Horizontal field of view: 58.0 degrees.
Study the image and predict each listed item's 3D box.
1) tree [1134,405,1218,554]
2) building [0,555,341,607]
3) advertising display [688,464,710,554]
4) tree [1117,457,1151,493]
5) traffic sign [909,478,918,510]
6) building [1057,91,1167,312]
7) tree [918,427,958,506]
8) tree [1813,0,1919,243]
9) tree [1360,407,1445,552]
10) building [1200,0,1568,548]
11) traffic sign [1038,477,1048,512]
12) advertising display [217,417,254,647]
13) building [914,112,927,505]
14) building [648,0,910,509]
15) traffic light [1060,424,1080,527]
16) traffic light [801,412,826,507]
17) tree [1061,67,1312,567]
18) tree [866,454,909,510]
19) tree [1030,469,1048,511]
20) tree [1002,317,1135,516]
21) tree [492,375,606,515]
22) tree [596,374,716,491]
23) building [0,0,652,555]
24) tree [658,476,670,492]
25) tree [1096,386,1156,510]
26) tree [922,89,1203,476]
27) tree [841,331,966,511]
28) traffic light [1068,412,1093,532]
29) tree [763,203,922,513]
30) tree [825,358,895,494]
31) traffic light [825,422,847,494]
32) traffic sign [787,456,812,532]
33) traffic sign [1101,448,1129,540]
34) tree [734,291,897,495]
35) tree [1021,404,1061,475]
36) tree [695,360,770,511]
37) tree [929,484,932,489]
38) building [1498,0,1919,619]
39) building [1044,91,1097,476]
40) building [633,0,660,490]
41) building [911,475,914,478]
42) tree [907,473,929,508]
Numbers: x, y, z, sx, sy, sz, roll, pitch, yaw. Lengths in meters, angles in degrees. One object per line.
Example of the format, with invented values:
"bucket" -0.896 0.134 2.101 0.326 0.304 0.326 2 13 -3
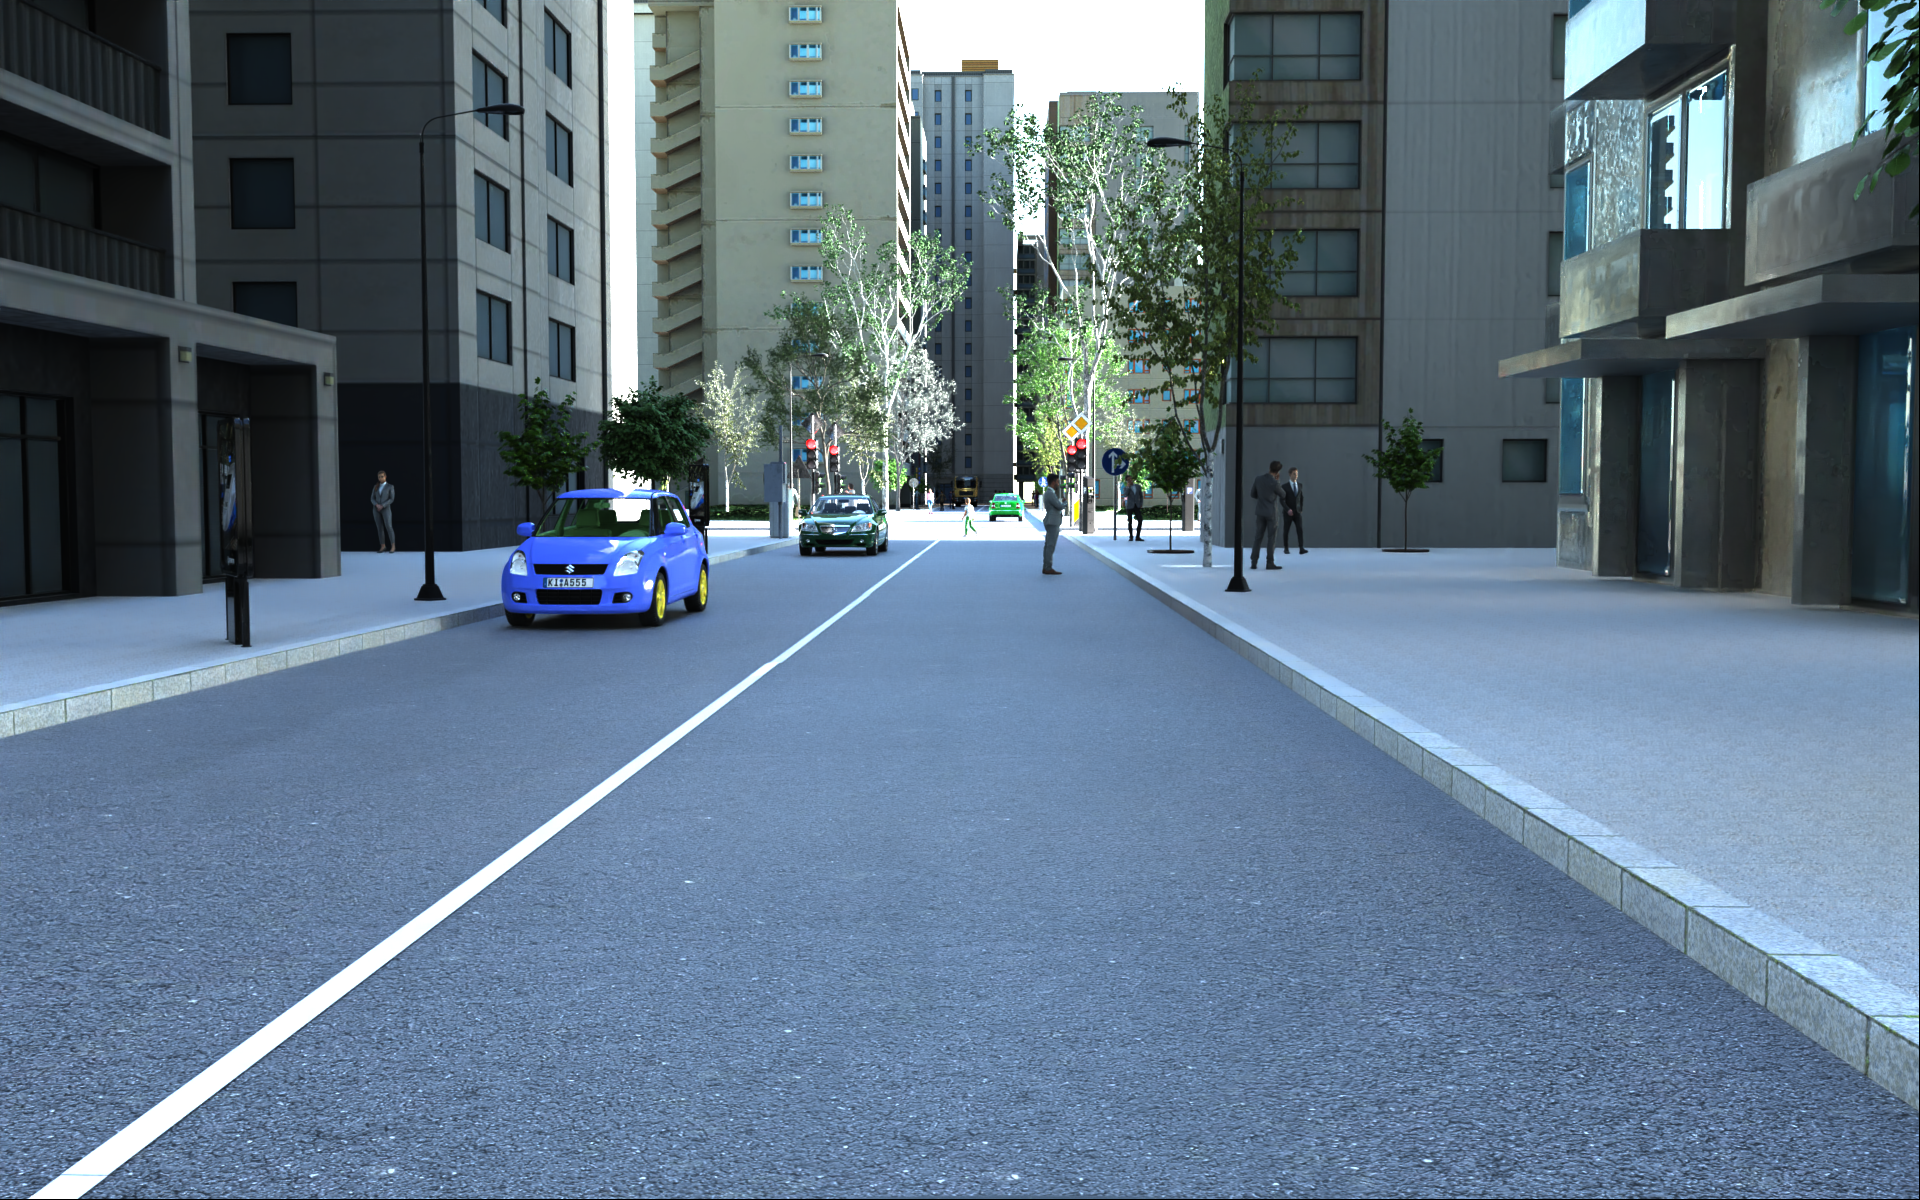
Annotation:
"tree" 4.537 -2.646 37.864 1.663 3.219 1.824 0 3 0
"building" -20.002 -35.623 20.688 20.563 71.187 20.611 0 4 1
"advertising display" -5.652 -1.976 37.524 0.123 1.923 0.974 -2 4 -29
"tree" 14.442 -9.557 139.977 4.285 4.588 4.351 0 3 0
"traffic sign" -3.683 -8.390 137.283 0.768 2.556 0.104 1 4 9
"building" 17.021 -30.332 179.526 14.154 41.232 14.086 0 4 1
"tree" -2.449 -14.158 181.851 4.360 8.622 3.978 0 3 0
"tree" 4.511 -1.331 5.471 4.285 4.588 4.351 0 3 0
"tree" 9.978 -2.677 38.365 1.663 3.219 1.824 0 3 0
"building" 13.506 -22.216 46.828 14.154 41.232 14.086 0 4 1
"traffic sign" 6.107 -7.730 126.484 0.768 2.556 0.104 0 4 3
"advertising display" -6.209 -0.589 14.844 0.123 1.923 0.974 -2 4 -31
"building" -14.973 -35.632 206.288 21.600 48.544 21.300 0 4 1
"building" -15.578 -32.406 153.536 21.300 48.544 21.600 0 4 1
"traffic light" 4.310 -4.787 67.186 0.839 4.253 0.868 0 4 1
"traffic light" -5.039 -4.311 59.404 0.839 4.253 0.868 0 4 1
"tree" 4.309 -4.903 30.521 4.737 8.622 4.395 0 3 0
"tree" -5.827 -9.520 139.365 4.285 4.588 4.351 0 3 0
"tree" 6.354 -8.313 130.523 1.663 3.219 1.824 0 3 0
"tree" 6.293 -10.684 100.439 9.928 11.665 9.643 0 3 0
"tree" -6.911 -2.068 28.415 1.663 3.219 1.824 0 3 0
"tree" -8.430 -3.904 47.544 4.285 4.588 4.351 0 3 0
"building" -21.014 -37.224 46.867 20.611 71.187 20.563 0 4 1
"tree" -22.909 -11.234 134.038 4.737 8.622 4.395 0 3 0
"tree" 10.920 -10.217 117.405 4.360 8.622 3.978 0 3 0
"tree" 6.954 -13.662 79.266 12.611 20.169 13.585 0 3 0
"tree" -4.547 -13.402 129.499 12.009 13.543 11.850 0 3 0
"traffic light" 4.120 -4.299 59.203 0.839 4.253 0.868 0 4 1
"tree" -6.296 -15.818 114.515 12.611 20.169 13.585 0 3 0
"tree" -5.185 -8.676 92.222 4.360 8.622 3.978 0 3 0
"traffic light" -4.850 -4.799 67.387 0.839 4.253 0.868 0 4 1
"traffic sign" -5.429 -3.571 58.397 0.884 2.594 0.081 1 4 10
"traffic sign" 4.303 -2.929 47.994 0.768 2.556 0.104 0 4 8
"tree" -6.315 -8.905 80.009 7.601 10.594 8.767 1 4 18
"tree" 7.056 -11.367 136.213 4.737 8.622 4.395 0 3 0
"tree" -12.678 -8.901 95.890 4.360 8.622 3.978 0 3 0
"tree" -3.653 -10.972 173.994 1.663 3.219 1.824 0 3 0
"building" 19.788 -24.257 16.218 23.786 49.044 30.456 0 4 1
"building" 16.581 -33.237 193.532 14.600 45.320 14.200 0 4 1
"building" -39.888 -40.607 205.919 28.212 58.520 21.231 0 4 1
"building" -16.725 -34.246 179.534 23.786 49.044 30.456 0 4 1
"tree" -3.919 -9.783 154.551 1.663 3.219 1.824 0 3 0
